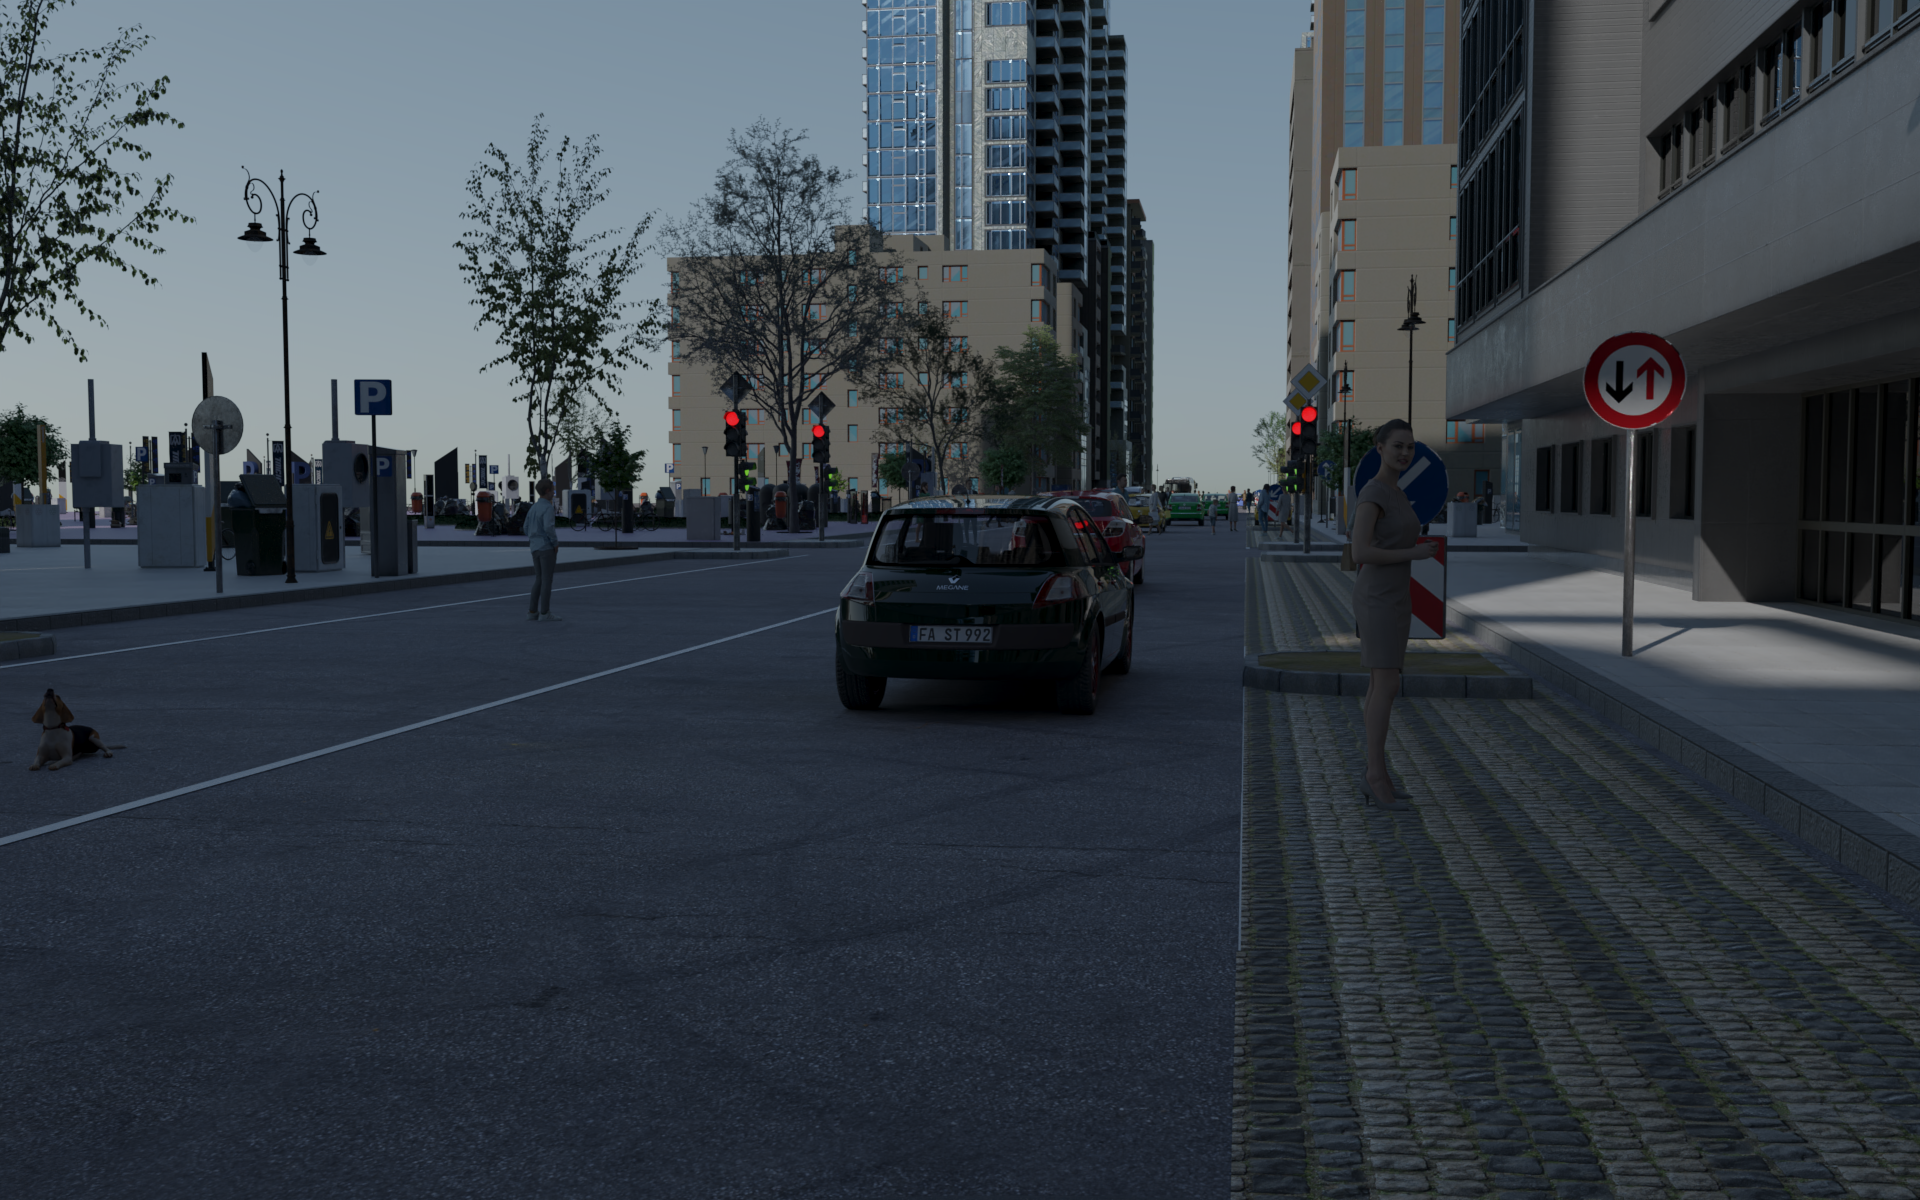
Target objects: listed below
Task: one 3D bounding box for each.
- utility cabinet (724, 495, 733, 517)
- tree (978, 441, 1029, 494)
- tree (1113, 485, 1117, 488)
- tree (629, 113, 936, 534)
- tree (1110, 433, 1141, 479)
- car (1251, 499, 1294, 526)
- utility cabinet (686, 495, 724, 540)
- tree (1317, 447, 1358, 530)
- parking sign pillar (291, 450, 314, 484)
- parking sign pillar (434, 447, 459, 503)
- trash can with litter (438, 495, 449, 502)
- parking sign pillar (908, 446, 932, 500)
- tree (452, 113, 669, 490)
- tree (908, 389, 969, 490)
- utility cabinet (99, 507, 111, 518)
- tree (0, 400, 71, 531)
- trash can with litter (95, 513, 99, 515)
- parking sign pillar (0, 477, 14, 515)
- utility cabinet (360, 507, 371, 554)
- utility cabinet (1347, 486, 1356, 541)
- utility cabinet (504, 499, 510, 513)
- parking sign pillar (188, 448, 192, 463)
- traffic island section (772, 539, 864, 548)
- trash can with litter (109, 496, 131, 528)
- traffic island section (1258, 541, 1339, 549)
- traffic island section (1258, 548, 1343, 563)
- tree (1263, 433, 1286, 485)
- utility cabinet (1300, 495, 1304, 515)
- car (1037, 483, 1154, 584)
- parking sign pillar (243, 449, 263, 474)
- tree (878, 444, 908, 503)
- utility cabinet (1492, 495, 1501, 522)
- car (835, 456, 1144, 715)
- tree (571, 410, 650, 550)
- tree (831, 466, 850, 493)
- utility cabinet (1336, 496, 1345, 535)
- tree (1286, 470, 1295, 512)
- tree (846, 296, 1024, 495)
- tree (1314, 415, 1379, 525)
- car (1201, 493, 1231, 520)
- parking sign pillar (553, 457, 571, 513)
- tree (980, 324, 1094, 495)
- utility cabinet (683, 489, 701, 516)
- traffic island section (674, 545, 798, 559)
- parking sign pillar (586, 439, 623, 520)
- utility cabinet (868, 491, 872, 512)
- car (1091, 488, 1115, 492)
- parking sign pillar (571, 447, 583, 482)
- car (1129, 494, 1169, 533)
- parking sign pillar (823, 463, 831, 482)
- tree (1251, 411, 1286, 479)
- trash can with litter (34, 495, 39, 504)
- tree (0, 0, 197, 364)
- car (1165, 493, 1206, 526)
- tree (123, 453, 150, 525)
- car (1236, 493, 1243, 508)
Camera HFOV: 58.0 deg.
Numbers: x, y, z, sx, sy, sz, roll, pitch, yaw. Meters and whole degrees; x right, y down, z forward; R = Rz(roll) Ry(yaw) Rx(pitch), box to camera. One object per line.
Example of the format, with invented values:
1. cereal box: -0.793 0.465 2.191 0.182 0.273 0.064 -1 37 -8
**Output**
1. utility cabinet: -12.441 -5.052 93.761 1.020 1.237 0.306 0 4 -7
2. tree: 2.673 -7.422 105.058 4.285 4.588 4.351 0 3 0
3. tree: 17.918 -12.141 193.108 1.663 3.219 1.824 0 3 0
4. tree: -5.563 -8.940 56.532 12.009 13.543 11.850 0 3 0
5. tree: 18.425 -15.152 198.092 4.360 8.622 3.978 0 3 0
6. car: 14.403 -4.245 79.628 2.015 1.641 3.980 1 4 10
7. utility cabinet: -7.168 -2.279 48.421 1.020 1.237 0.306 2 4 32
8. tree: 13.920 -4.139 62.269 1.663 3.219 1.824 0 3 0
9. parking sign pillar: -39.806 -7.104 104.618 1.447 3.967 1.447 3 4 38
10. parking sign pillar: -29.189 -6.727 98.460 1.447 3.967 1.447 -1 4 -13
11. trash can with litter: -25.679 -4.671 87.422 2.233 1.210 1.678 -1 4 -11
12. parking sign pillar: -2.214 -6.582 96.093 1.447 3.967 1.447 1 4 15
13. tree: -8.162 -5.154 34.627 4.737 8.622 4.395 0 3 0
14. tree: -1.526 -10.418 120.701 4.360 8.622 3.978 0 3 0
15. utility cabinet: -46.632 -5.097 94.496 0.306 1.237 1.020 0 4 -5
16. tree: -32.880 -4.717 60.834 4.285 4.588 4.351 0 3 0
17. trash can with litter: -52.524 -5.717 104.525 1.678 1.210 2.233 -3 5 -39
18. parking sign pillar: -45.962 -5.778 82.950 1.447 3.967 1.447 0 4 6
19. utility cabinet: -12.336 -1.703 36.524 0.318 1.500 1.173 -3 4 -36
20. utility cabinet: 10.698 -2.329 46.751 0.318 1.500 1.173 1 4 21
21. utility cabinet: -29.500 -6.368 112.798 0.318 1.500 1.173 -1 4 -18
22. parking sign pillar: -42.480 -6.503 94.792 1.447 3.967 1.447 -3 5 -40
23. traffic island section: -3.801 -1.535 47.374 2.009 0.180 2.903 1 4 9
24. trash can with litter: -31.954 -3.328 65.795 0.624 1.170 1.055 -1 4 -18
25. traffic island section: 8.818 -1.407 45.286 2.009 0.180 2.903 1 4 9
26. traffic island section: 7.513 -0.925 37.408 2.009 0.180 2.903 1 4 9
27. tree: 37.840 -15.398 202.123 4.737 8.622 4.395 0 3 0
28. utility cabinet: 20.960 -5.802 106.028 1.020 1.237 0.306 1 4 14
29. car: 1.850 -1.066 26.476 2.155 1.783 4.494 1 4 9
30. parking sign pillar: -41.844 -6.975 102.506 1.447 3.967 1.447 2 4 33
31. tree: -3.865 -7.833 111.777 4.285 4.588 4.351 0 3 0
32. utility cabinet: 25.031 -4.247 80.599 1.020 1.237 0.306 -3 5 -40
33. car: 0.307 -0.182 12.760 2.009 1.686 4.222 1 4 10
34. tree: -7.889 -2.776 39.982 1.663 3.219 1.824 0 3 0
35. tree: -8.342 -7.568 118.345 1.663 3.219 1.824 0 3 0
36. utility cabinet: 12.123 -2.687 55.093 0.306 1.237 1.020 1 4 9
37. tree: 27.059 -9.026 142.173 1.663 3.219 1.824 0 3 0
38. tree: -0.848 -8.967 81.019 8.767 10.594 7.601 -2 4 -31
39. tree: 16.168 -5.379 71.667 4.285 4.588 4.351 0 3 0
40. car: 14.183 -5.359 96.410 1.959 1.807 4.718 0 4 8
41. parking sign pillar: -27.424 -8.013 119.483 1.447 3.967 1.447 -3 5 -45
42. tree: 5.045 -12.077 115.593 7.486 12.596 7.792 0 3 0
43. utility cabinet: -11.162 -3.881 72.137 0.318 1.500 1.173 1 4 15
44. traffic island section: -5.106 -1.053 39.496 2.009 0.180 2.903 1 4 9
45. parking sign pillar: -16.247 -5.627 80.465 1.447 3.967 1.447 2 4 30
46. utility cabinet: -6.007 -6.583 116.317 0.318 1.500 1.173 -2 4 -27
47. car: 8.858 -6.016 107.032 2.281 1.827 5.304 1 4 11
48. parking sign pillar: -21.211 -6.811 99.830 1.447 3.967 1.447 3 5 41
49. car: 6.853 -3.364 65.223 2.015 1.641 3.980 1 4 9
50. parking sign pillar: -8.625 -7.516 111.365 1.447 3.967 1.447 1 4 9
51. tree: 38.934 -17.340 209.259 9.928 11.665 9.643 0 3 0
52. trash can with litter: -59.386 -6.022 109.517 2.233 1.210 1.678 1 4 9
53. tree: -11.052 -4.234 19.591 4.360 8.622 3.978 0 3 0
54. car: 10.283 -4.312 79.305 1.959 1.807 4.718 0 4 8
55. tree: -33.746 -4.698 71.419 1.663 3.219 1.824 0 3 0
56. car: 27.728 -10.042 173.774 1.945 1.707 3.694 1 4 10
